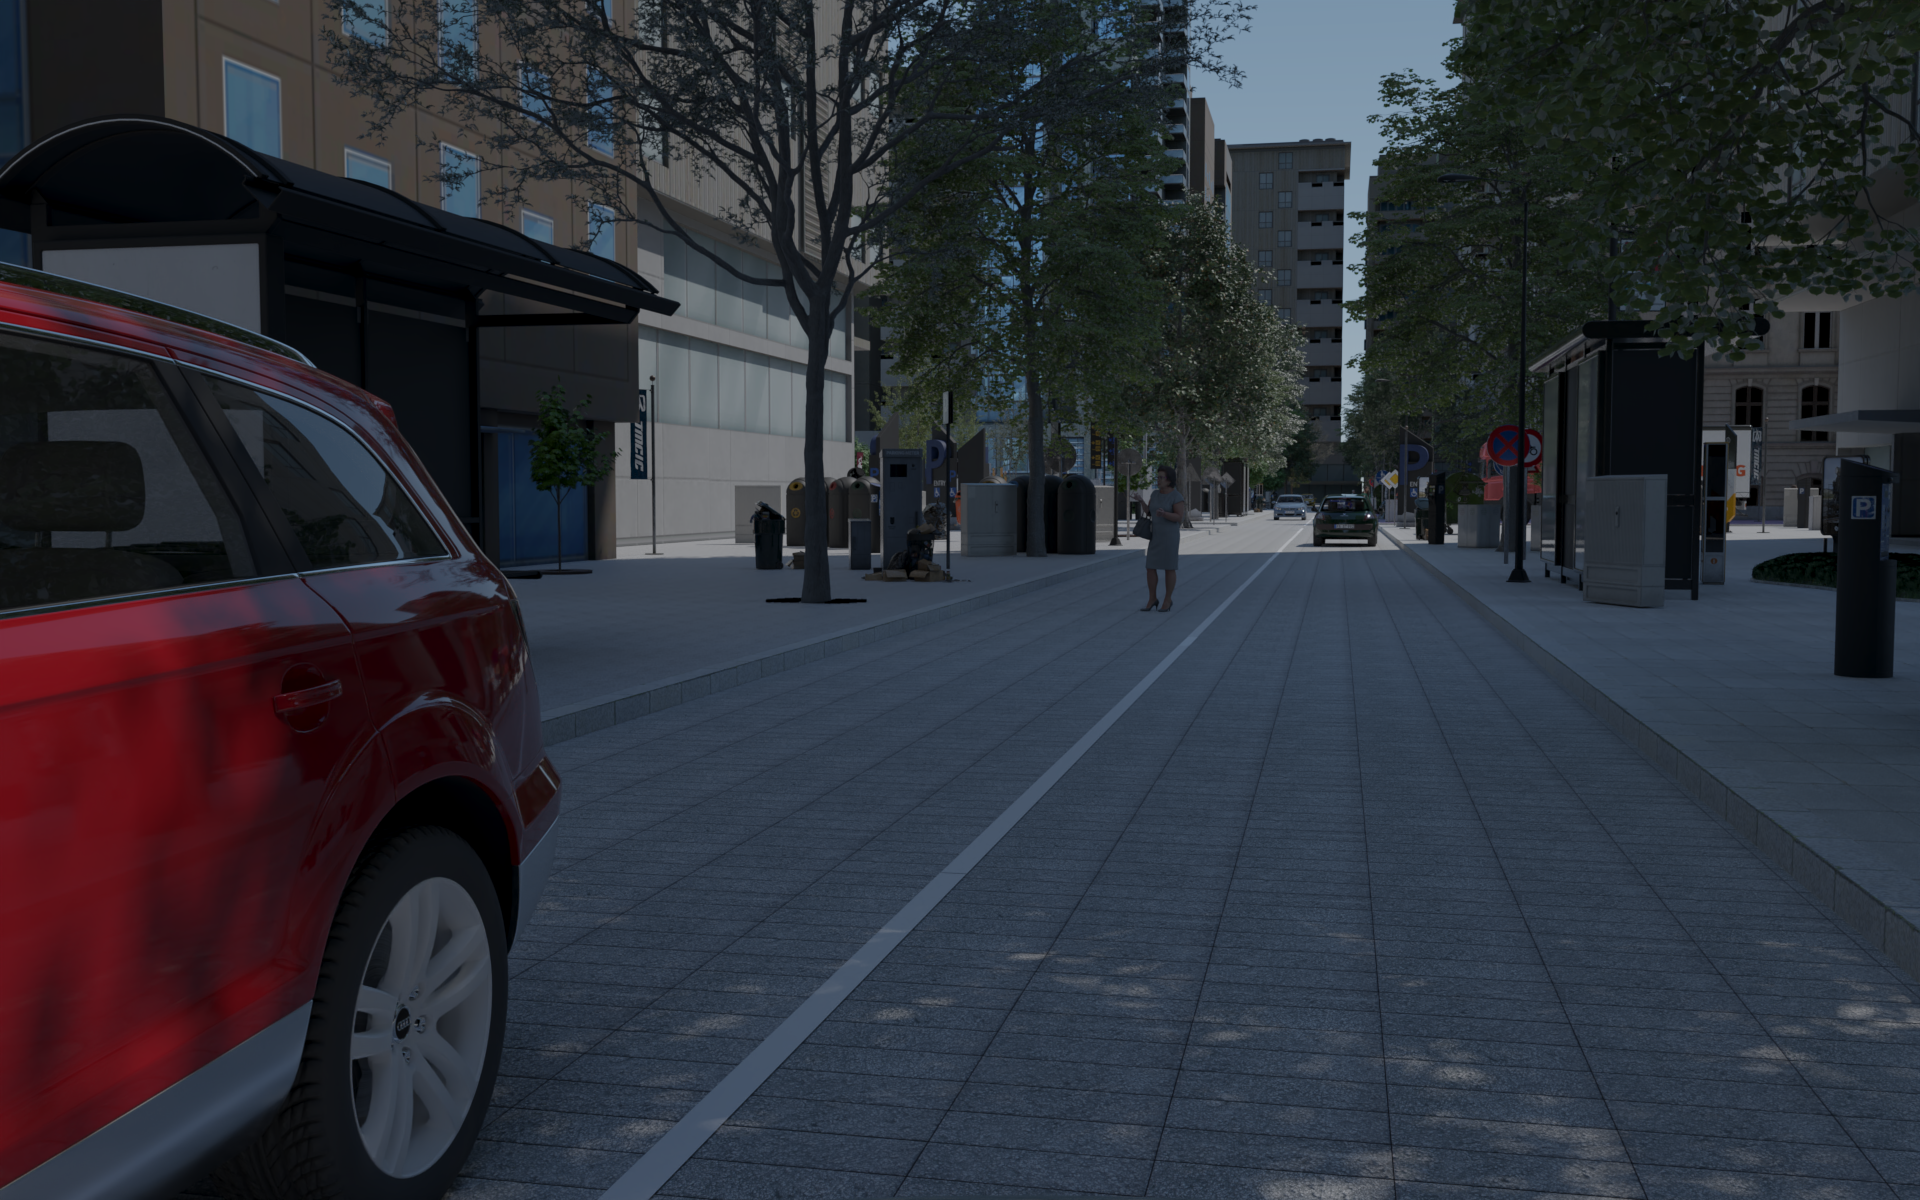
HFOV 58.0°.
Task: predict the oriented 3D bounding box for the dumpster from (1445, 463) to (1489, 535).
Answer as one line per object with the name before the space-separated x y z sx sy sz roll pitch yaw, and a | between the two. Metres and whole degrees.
dumpster | 16.089 -3.240 55.462 1.502 2.255 1.985 1 4 12

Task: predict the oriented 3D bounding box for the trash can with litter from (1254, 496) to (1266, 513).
trash can with litter | 20.745 -6.646 120.052 0.624 1.170 1.055 2 4 27

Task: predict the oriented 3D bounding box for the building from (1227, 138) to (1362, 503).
building | 45.754 -40.835 256.892 27.495 52.752 28.713 1 4 12

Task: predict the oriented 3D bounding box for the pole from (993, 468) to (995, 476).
pole | 2.654 -8.691 135.934 0.158 3.312 0.155 0 3 0

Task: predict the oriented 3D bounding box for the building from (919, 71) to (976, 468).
building | 4.079 -38.105 212.251 27.495 52.752 28.713 1 4 12

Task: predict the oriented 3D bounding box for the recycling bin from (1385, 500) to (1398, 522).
recycling bin | 19.959 -4.092 79.456 0.722 1.027 0.722 2 4 28

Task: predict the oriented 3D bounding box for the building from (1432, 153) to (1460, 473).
building | 63.537 -31.963 206.193 14.154 41.232 14.086 1 4 12

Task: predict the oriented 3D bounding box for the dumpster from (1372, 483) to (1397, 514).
dumpster | 26.911 -6.556 109.687 1.502 2.255 1.985 1 4 12

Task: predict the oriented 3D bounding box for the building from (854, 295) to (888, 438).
building | -20.590 -36.522 220.843 21.600 48.544 21.300 1 4 12

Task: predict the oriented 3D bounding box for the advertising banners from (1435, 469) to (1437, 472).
advertising banners | 33.838 -7.820 124.047 0.090 3.025 2.074 0 4 -1

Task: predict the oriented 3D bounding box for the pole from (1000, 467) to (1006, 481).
pole | 3.195 -8.481 132.511 0.158 3.312 0.155 0 3 0

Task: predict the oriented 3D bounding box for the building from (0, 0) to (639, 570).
building | -14.642 -23.104 27.855 14.600 45.320 14.200 1 4 12

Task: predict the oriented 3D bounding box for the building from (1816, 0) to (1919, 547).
building | 33.895 -27.265 35.014 28.713 52.752 27.495 1 4 12

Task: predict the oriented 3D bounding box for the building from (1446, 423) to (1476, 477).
building | 63.387 -45.831 187.592 20.563 71.187 20.611 1 4 12

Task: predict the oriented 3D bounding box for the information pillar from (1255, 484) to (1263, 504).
information pillar | 21.786 -7.425 125.891 0.304 2.012 0.304 -2 4 -27

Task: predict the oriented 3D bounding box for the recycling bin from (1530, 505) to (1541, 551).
recycling bin | 13.315 -1.609 38.855 0.722 1.027 0.722 -2 4 -24

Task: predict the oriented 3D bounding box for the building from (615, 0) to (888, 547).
building | -18.123 -28.347 52.710 27.495 52.752 28.713 1 4 12

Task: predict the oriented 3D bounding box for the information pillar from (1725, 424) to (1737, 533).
information pillar | 25.508 -4.039 57.391 0.183 3.616 0.504 -1 4 -18

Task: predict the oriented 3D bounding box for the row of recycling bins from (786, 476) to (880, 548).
row of recycling bins | -3.009 -2.118 41.747 1.069 1.692 3.534 -3 4 -39

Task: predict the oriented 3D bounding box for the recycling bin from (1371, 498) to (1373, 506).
recycling bin | 29.376 -6.775 123.331 0.722 1.027 0.722 2 4 28

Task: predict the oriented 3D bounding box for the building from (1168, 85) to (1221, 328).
building | 20.785 -33.225 193.337 14.600 45.320 14.200 1 4 12

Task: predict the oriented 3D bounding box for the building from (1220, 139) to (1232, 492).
building | 26.056 -34.576 215.430 14.200 45.320 14.600 1 4 12

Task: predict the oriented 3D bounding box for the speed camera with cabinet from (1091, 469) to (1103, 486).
speed camera with cabinet | 8.175 -6.756 104.800 0.660 3.252 2.038 1 4 8

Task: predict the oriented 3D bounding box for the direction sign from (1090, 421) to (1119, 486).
direction sign | 4.494 -3.788 53.925 0.876 3.537 0.379 0 4 -2

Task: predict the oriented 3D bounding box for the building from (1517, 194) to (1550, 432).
building | 39.132 -15.659 105.173 9.793 20.994 18.267 1 4 12

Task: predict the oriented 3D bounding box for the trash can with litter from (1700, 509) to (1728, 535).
trash can with litter | 23.243 -2.597 53.856 1.055 1.170 0.624 0 4 6

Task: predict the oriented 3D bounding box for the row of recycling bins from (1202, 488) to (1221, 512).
row of recycling bins | 17.619 -7.029 122.039 1.069 1.692 3.534 -3 5 -45

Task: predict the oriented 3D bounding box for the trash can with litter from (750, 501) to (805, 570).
trash can with litter | -3.037 -1.115 29.610 1.055 1.170 0.624 -1 4 -16

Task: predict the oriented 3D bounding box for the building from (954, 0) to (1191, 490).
building | 12.466 -52.485 170.800 22.319 86.520 31.000 1 4 12

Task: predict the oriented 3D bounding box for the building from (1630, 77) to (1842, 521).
building | 47.916 -16.362 86.610 34.723 24.649 14.460 1 4 12

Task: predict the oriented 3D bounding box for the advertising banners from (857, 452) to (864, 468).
advertising banners | -4.512 -4.587 71.180 0.090 3.025 2.074 2 4 29

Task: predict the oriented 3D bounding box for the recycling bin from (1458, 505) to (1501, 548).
recycling bin | 12.424 -1.768 41.465 0.722 1.027 0.722 -2 4 -26

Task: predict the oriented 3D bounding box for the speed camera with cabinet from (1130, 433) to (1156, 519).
speed camera with cabinet | 6.031 -3.735 55.401 0.660 3.252 2.038 2 4 31

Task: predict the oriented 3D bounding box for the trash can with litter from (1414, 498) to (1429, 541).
trash can with litter | 13.034 -2.246 48.106 0.624 1.170 1.055 0 4 -7

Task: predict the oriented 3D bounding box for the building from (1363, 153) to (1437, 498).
building | 68.854 -38.168 247.745 21.600 48.544 21.300 1 4 12

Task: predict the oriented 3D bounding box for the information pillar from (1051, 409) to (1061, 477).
information pillar | 2.609 -3.425 47.351 0.183 3.616 0.504 -1 4 -22

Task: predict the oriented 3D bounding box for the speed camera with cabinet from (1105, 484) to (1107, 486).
speed camera with cabinet | 11.947 -9.068 142.602 0.660 3.252 2.038 -1 4 -13

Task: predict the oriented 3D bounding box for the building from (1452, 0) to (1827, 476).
building | 61.891 -35.128 163.582 28.713 52.752 27.495 1 4 12

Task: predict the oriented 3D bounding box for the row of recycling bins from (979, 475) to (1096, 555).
row of recycling bins | 1.644 -1.889 37.994 1.069 1.692 3.534 -3 5 -40

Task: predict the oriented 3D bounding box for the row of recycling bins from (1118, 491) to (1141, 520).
row of recycling bins | 7.796 -4.839 86.222 3.534 1.692 1.069 1 4 19

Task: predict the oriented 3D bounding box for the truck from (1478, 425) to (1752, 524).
truck | 26.936 -5.130 72.789 11.283 4.237 2.839 1 4 13

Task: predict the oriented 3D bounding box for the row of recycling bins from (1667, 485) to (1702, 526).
row of recycling bins | 23.189 -3.099 57.786 1.069 1.692 3.534 -2 4 -32

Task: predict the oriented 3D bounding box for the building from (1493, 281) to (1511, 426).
building | 47.751 -19.052 130.588 14.460 24.649 34.723 1 4 12

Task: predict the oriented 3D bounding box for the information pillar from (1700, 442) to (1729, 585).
information pillar | 10.693 -1.227 24.557 0.304 2.012 0.304 1 4 18

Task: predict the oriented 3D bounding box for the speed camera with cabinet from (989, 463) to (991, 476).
speed camera with cabinet | 1.675 -7.134 110.976 0.660 3.252 2.038 0 4 -5
